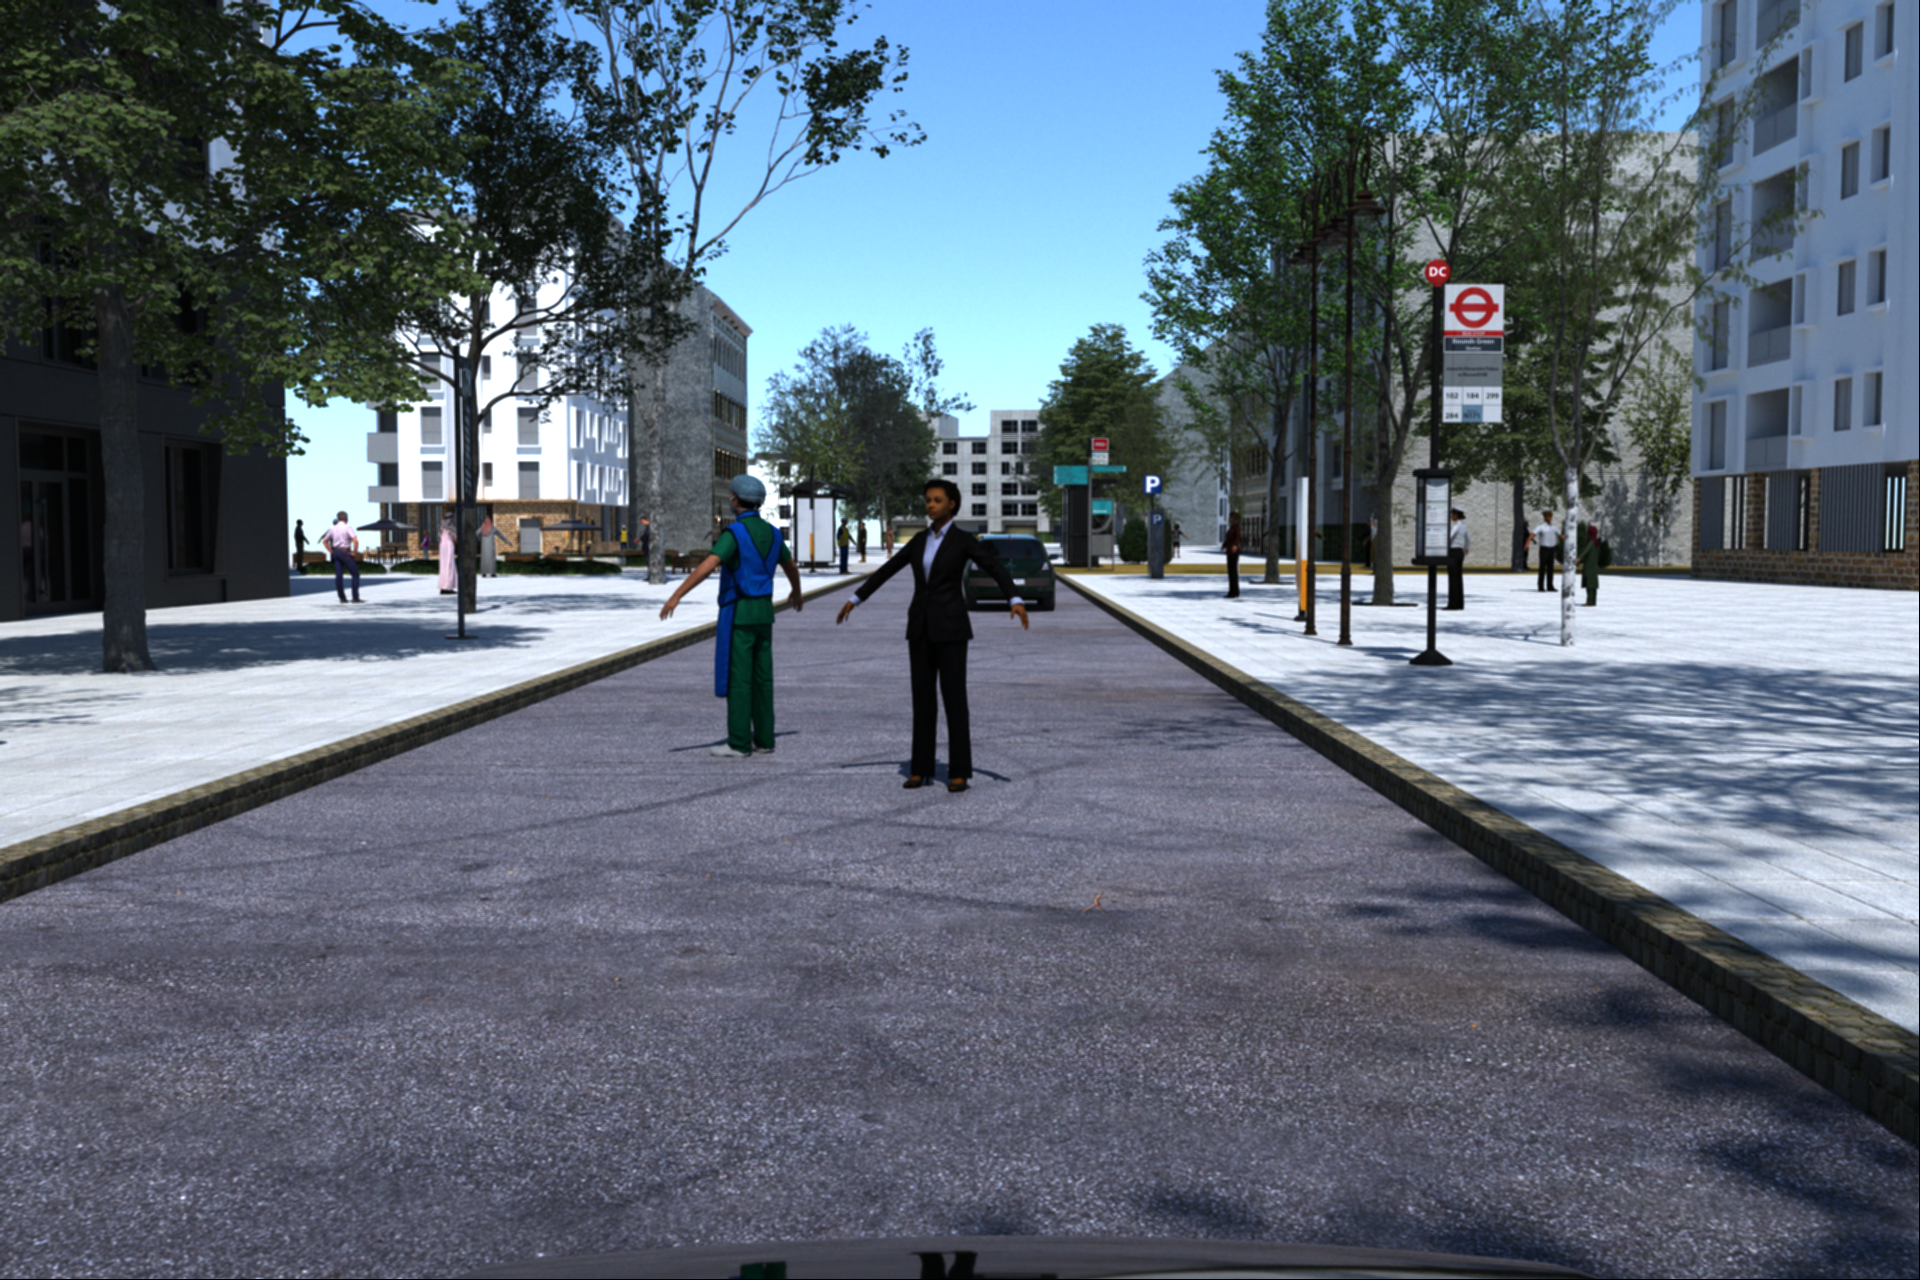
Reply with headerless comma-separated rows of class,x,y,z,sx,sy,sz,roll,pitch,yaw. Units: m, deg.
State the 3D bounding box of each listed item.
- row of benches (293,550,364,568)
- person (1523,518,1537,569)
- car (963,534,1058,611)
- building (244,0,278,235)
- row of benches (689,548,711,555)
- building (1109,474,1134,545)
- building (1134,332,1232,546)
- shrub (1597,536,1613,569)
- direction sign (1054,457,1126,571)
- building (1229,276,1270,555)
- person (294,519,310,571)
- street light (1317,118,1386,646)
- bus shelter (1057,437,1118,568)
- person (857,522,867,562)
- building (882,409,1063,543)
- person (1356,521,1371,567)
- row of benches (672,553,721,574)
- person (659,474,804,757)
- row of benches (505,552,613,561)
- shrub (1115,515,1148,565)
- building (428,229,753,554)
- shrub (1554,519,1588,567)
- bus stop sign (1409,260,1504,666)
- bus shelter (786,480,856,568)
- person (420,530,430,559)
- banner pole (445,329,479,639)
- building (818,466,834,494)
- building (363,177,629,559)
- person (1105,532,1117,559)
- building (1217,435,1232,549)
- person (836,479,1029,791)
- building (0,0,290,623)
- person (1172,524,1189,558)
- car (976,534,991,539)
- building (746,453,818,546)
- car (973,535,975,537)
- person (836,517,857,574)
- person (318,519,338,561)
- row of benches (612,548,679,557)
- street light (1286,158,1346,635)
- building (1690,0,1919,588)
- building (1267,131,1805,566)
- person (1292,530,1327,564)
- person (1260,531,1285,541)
row of benches,-24.642,-3.081,65.842,4.104,0.672,1.422,-3,5,-39
person,20.642,-3.517,63.290,1.354,1.856,0.705,-3,5,-44
car,0.933,-1.460,33.660,2.009,1.686,4.222,0,4,0
building,-25.167,-11.086,37.677,16.016,20.090,11.380,0,4,1
row of benches,-10.152,-3.641,74.992,4.104,0.672,1.422,2,4,35
building,26.183,-21.800,222.889,16.747,18.905,31.486,0,4,1
building,29.286,-21.999,190.605,19.493,23.208,18.063,0,4,1
shrub,23.686,-3.239,64.081,1.383,1.207,1.383,0,3,0
direction sign,4.521,-4.339,59.704,2.525,3.948,1.411,0,4,0
building,27.802,-17.083,110.234,19.493,23.208,18.063,0,4,1
person,-23.099,-3.328,60.681,0.705,1.796,1.348,-3,4,-37
street light,4.447,-2.877,19.831,0.468,5.910,1.993,0,4,1
bus shelter,5.043,-5.628,69.652,2.179,5.291,8.768,0,4,2
person,-4.420,-4.420,78.398,0.704,1.812,1.346,-1,4,-15
building,5.629,-23.481,252.834,31.486,18.905,16.747,1,4,10
person,15.795,-3.710,66.888,0.704,1.802,1.346,-2,4,-24
row of benches,-8.585,-2.585,57.723,1.422,0.672,4.104,1,4,11
person,-1.405,-0.163,11.247,0.704,1.817,1.347,2,4,33
row of benches,-13.839,-2.761,60.605,4.104,0.672,1.422,0,4,7
shrub,7.383,-4.208,72.835,1.661,2.075,1.752,0,3,0
building,-25.094,-17.670,119.826,19.493,23.208,18.063,0,3,0
shrub,24.074,-3.886,67.957,1.690,2.028,1.600,0,3,0
bus stop sign,4.858,-1.727,16.937,0.855,3.939,0.416,0,4,0
bus shelter,-5.324,-4.473,67.061,2.014,3.302,5.546,0,4,3
person,-21.077,-3.604,68.192,0.599,1.433,0.991,0,4,-4
banner pole,-6.144,-1.924,21.482,0.401,3.779,0.863,0,4,1
building,-20.743,-17.195,223.281,9.099,9.664,28.070,0,4,1
building,-25.328,-14.407,91.969,16.016,20.090,11.380,0,4,2
person,7.788,-5.158,90.526,1.347,1.806,0.705,1,4,14
building,26.561,-11.858,136.026,9.099,9.664,28.070,0,4,1
person,-0.152,-0.030,9.665,1.216,1.740,0.721,2,4,29
building,-27.913,-10.687,18.714,27.936,21.610,32.646,0,4,1
person,11.768,-5.383,94.149,1.345,1.843,0.704,1,4,16
car,1.593,-5.458,99.465,2.015,1.641,3.980,0,4,0
building,-20.219,-15.346,193.053,9.099,9.664,28.070,0,4,1
car,0.585,-8.299,147.695,2.014,1.417,4.499,0,4,1
person,-3.670,-3.016,55.283,0.705,1.833,1.349,1,4,21
person,-22.737,-3.503,63.132,1.347,1.847,0.705,0,4,-7
row of benches,-13.574,-3.654,75.204,1.422,0.672,4.104,2,4,27
street light,4.453,-3.000,21.843,0.468,5.910,1.993,0,4,1
building,26.441,-11.738,48.336,16.016,20.090,11.380,0,4,1
building,26.012,-13.365,84.977,16.747,18.905,31.486,0,4,1
person,13.984,-3.889,69.348,1.354,1.858,0.705,1,4,17
person,16.602,-5.269,92.077,1.347,1.837,0.705,1,4,14
